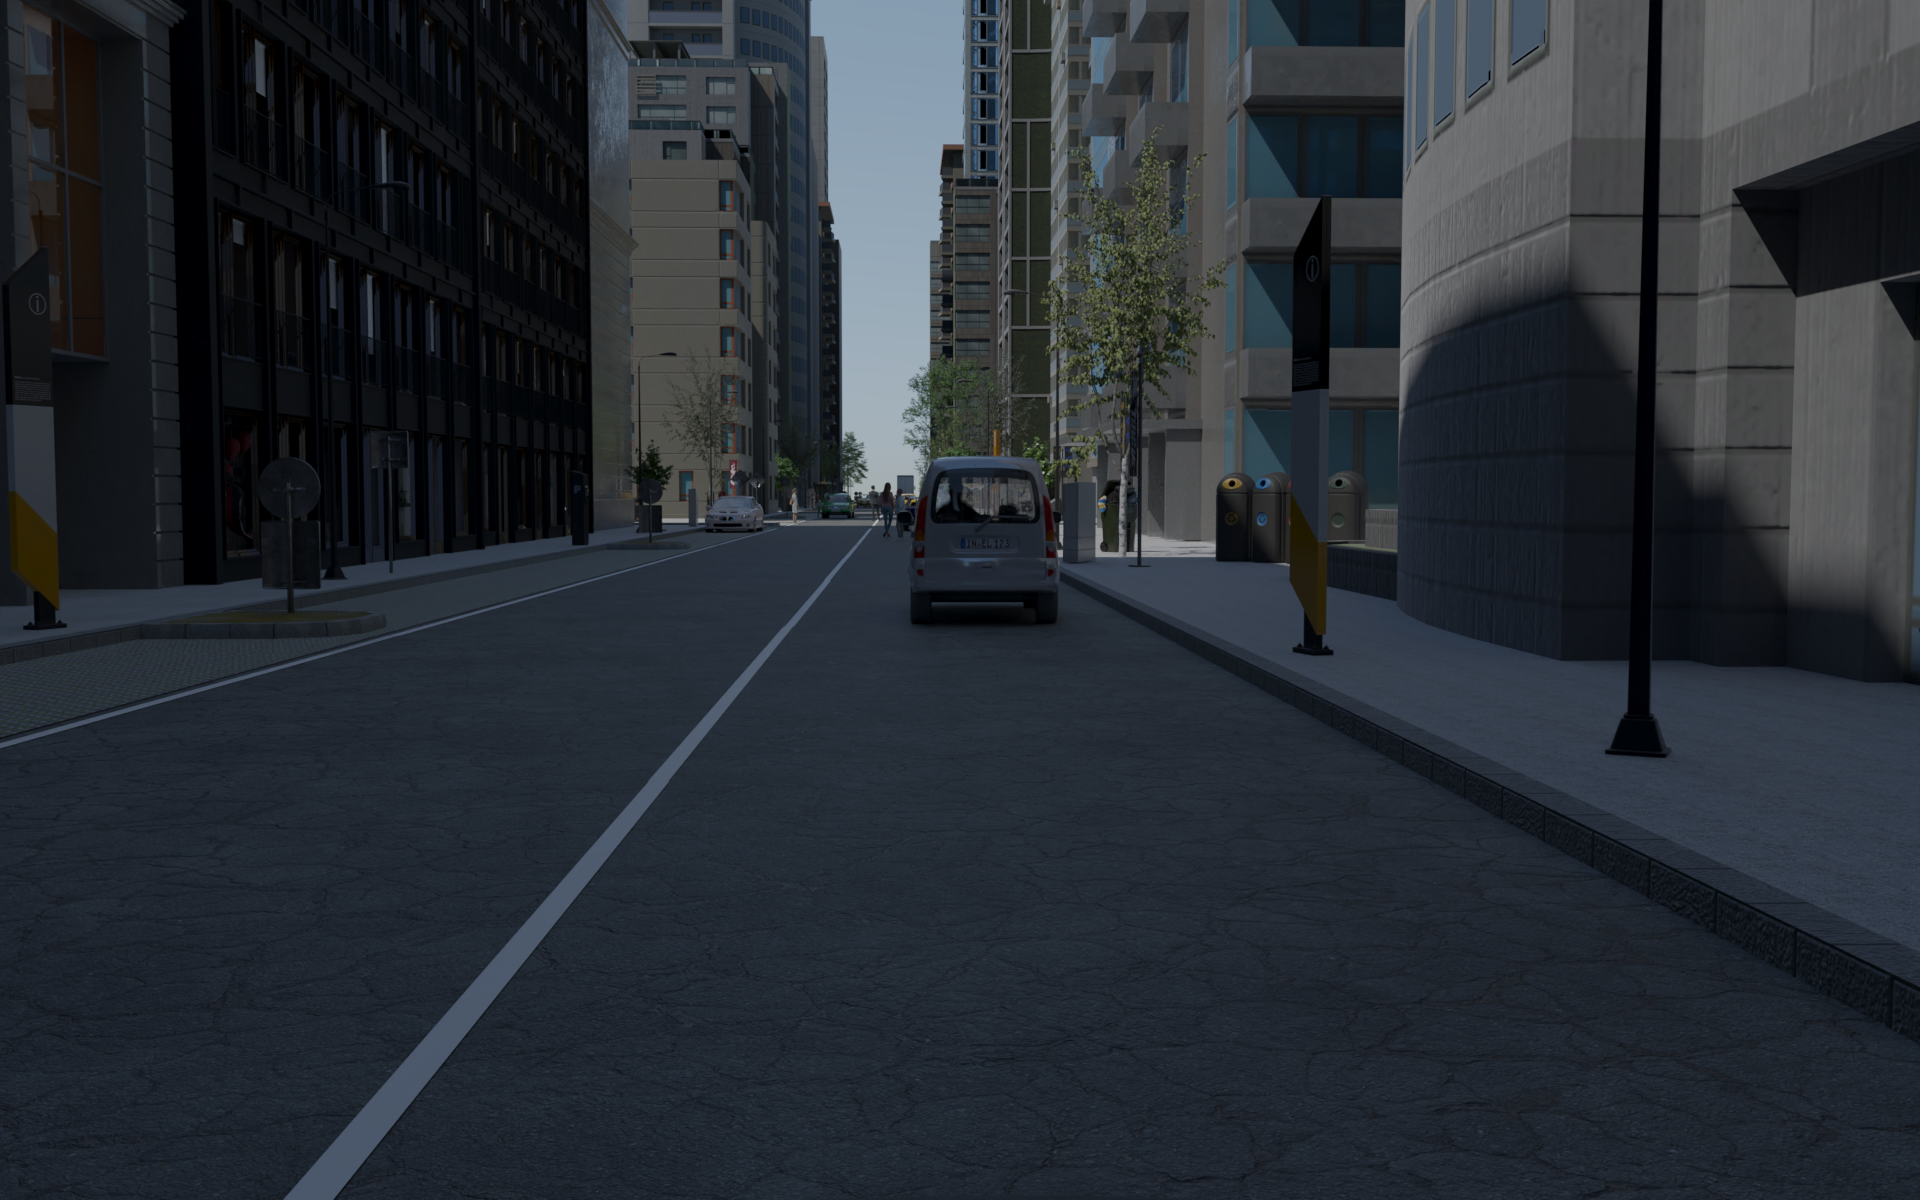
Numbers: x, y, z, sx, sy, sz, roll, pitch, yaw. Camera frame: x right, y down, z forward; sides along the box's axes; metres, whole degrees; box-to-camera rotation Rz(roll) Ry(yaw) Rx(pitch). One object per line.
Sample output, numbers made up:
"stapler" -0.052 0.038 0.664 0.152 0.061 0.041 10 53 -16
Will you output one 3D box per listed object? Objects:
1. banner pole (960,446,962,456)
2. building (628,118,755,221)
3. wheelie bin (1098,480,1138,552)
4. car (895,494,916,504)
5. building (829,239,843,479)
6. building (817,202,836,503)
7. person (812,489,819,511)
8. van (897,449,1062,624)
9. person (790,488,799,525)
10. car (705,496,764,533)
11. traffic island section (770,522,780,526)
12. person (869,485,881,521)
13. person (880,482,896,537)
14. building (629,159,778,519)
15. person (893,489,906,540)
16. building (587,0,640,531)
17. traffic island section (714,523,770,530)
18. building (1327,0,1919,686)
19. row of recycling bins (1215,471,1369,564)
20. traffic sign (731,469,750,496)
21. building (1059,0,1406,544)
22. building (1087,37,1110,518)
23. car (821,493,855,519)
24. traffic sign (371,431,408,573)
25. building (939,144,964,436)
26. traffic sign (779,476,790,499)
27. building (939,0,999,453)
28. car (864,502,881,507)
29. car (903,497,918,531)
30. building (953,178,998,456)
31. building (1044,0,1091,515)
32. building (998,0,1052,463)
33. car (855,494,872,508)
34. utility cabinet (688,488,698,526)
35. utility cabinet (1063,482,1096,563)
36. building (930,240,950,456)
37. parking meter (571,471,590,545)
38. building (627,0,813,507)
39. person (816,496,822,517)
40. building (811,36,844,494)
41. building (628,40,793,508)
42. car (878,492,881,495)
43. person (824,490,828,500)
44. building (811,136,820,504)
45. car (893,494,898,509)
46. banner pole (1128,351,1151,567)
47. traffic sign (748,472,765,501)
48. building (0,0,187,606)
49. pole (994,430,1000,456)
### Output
"banner pole" 0.039 -6.126 90.174 0.401 3.779 0.863 0 4 -4
"building" -23.742 -22.343 137.011 14.160 30.474 14.107 0 4 -2
"wheelie bin" 3.544 -1.856 38.252 0.980 1.594 0.693 -2 4 -31
"car" -4.089 -7.642 135.170 2.015 1.641 3.980 0 4 -4
"building" -27.152 -39.397 294.242 14.600 45.320 14.200 0 4 -2
"building" -29.416 -36.516 251.663 22.147 44.769 28.867 0 4 -2
"person" -11.387 -7.766 135.430 0.822 1.834 0.622 -1 4 -13
"van" 0.242 -0.827 20.535 2.013 2.044 4.112 0 4 -1
"person" -7.683 -4.353 80.683 0.522 1.701 0.512 -1 4 -22
"car" -8.515 -3.256 65.591 2.083 1.381 4.827 0 4 -1
"traffic island section" -9.187 -3.416 78.129 2.009 0.180 2.903 0 4 -2
"person" -4.565 -5.183 92.611 0.648 1.900 0.474 0 4 -1
"person" -2.376 -2.995 57.470 0.555 1.821 0.388 0 4 3
"building" -25.853 -15.832 103.893 27.650 21.520 28.899 0 4 -2
"person" -1.861 -2.654 53.711 0.330 1.601 0.589 1 4 22
"building" -24.858 -16.193 62.013 25.104 27.353 12.463 0 4 -2
"traffic island section" -8.909 -2.928 70.149 2.009 0.180 2.903 0 4 -2
"building" 15.031 -28.862 13.886 21.231 58.520 28.212 0 4 -2
"row of recycling bins" 6.116 -1.525 32.044 1.069 1.692 3.534 -3 4 -36
"traffic sign" -8.886 -4.064 70.088 0.795 2.450 0.064 0 4 -2
"building" 15.724 -26.543 53.590 23.786 49.044 30.456 0 4 -2
"building" 14.137 -26.656 85.935 14.200 45.320 14.600 0 4 -2
"car" -7.227 -5.751 102.831 1.959 1.807 4.718 0 3 0
"traffic sign" -9.227 -1.585 28.037 0.606 2.300 0.079 0 4 2
"building" 8.554 -34.216 214.051 22.147 44.769 28.867 0 4 -2
"traffic sign" -12.408 -7.494 122.632 0.768 2.556 0.104 0 4 6
"building" 9.247 -53.177 182.110 22.319 86.520 31.000 0 4 -2
"car" -9.882 -11.224 195.867 2.083 1.381 4.827 0 3 0
"car" -1.465 -3.421 68.521 1.945 1.354 3.894 0 4 -4
"building" 6.342 -23.819 161.138 14.160 30.474 14.107 0 4 -2
"building" 18.526 -25.529 109.278 32.217 40.220 23.993 0 4 -2
"building" 11.718 -43.014 141.524 20.563 71.187 20.611 0 4 -2
"car" -10.140 -10.606 183.636 2.015 1.641 3.980 0 4 -4
"utility cabinet" -10.585 -3.668 68.644 0.318 1.500 1.173 0 4 -5
"utility cabinet" 2.228 -1.453 32.432 0.318 1.500 1.173 1 4 21
"building" 2.102 -36.488 280.170 14.154 41.232 14.086 0 4 -2
"parking meter" -9.488 -2.299 43.293 0.399 1.863 0.255 1 4 14
"building" -26.596 -39.009 179.794 21.231 58.520 28.212 0 4 -2
"person" -8.663 -5.771 107.112 0.590 1.304 0.306 -2 4 -27
"building" -29.118 -51.239 276.001 20.563 71.187 20.611 0 4 -2
"building" -22.945 -29.097 159.326 14.154 41.232 14.086 0 4 -2
"car" -13.854 -18.381 309.206 2.281 1.827 5.304 0 4 -2
"person" -9.499 -7.065 124.587 0.480 1.755 0.524 0 4 6
"building" -24.837 -34.619 216.139 14.600 45.320 14.200 0 4 -2
"car" -5.533 -9.348 162.629 2.009 1.686 4.222 0 4 -1
"banner pole" 3.125 -2.490 30.731 0.401 3.779 0.863 -1 4 -11
"traffic sign" -9.163 -4.552 78.068 0.795 2.450 0.064 0 4 -2
"building" -15.709 -14.123 8.412 11.434 29.767 29.804 0 4 -2
"pole" 1.180 -3.761 55.341 0.158 3.312 0.155 0 3 0
